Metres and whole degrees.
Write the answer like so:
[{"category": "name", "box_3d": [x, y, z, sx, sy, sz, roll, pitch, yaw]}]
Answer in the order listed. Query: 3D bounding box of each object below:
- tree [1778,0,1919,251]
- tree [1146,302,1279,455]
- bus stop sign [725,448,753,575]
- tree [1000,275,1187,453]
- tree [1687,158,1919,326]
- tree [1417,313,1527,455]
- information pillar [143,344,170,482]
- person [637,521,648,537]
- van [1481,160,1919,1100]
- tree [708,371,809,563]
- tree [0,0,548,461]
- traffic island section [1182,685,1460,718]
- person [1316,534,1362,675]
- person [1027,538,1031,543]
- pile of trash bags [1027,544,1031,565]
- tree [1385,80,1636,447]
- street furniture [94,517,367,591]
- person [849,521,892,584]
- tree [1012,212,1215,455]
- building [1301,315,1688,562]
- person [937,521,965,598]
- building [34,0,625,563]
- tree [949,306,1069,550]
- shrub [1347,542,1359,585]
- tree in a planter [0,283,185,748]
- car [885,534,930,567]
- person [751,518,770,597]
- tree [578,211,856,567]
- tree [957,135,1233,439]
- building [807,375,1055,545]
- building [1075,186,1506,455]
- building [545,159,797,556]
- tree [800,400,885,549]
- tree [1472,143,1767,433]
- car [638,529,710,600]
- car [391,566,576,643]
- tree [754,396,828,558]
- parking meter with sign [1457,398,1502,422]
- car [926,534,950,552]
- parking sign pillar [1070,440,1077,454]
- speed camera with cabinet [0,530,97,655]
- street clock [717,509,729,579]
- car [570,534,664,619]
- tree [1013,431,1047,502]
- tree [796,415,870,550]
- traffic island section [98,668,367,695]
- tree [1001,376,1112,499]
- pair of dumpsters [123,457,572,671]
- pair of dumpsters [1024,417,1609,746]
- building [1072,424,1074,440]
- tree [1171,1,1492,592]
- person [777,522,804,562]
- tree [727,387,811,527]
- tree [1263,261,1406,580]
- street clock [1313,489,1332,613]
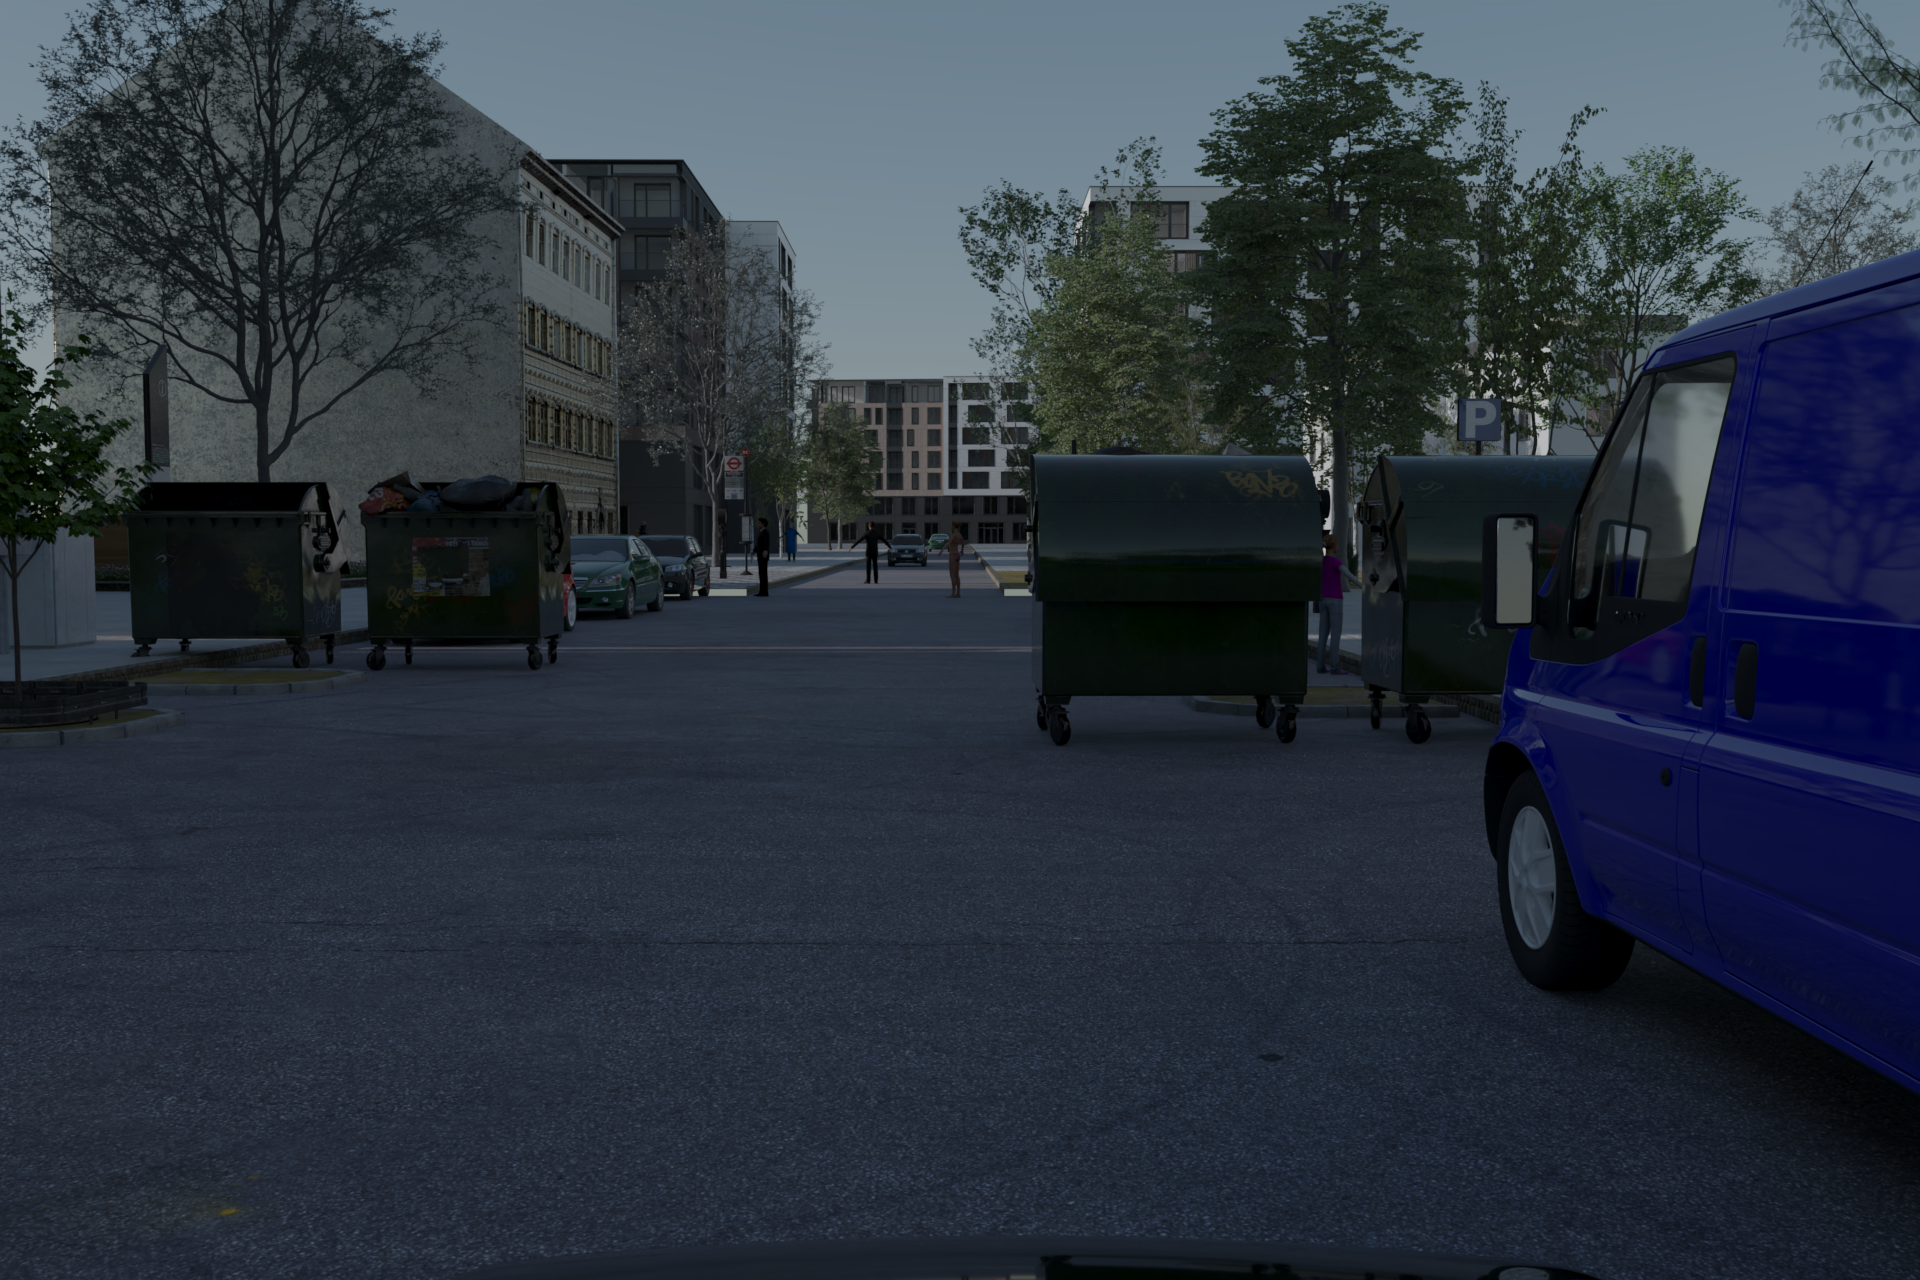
[{"category": "tree", "box_3d": [8.761, -3.790, 12.324, 4.360, 8.622, 3.978, 0, 3, 0]}, {"category": "tree", "box_3d": [7.740, -6.318, 53.663, 4.360, 8.622, 3.978, 0, 3, 0]}, {"category": "bus stop sign", "box_3d": [-6.886, -3.991, 53.952, 0.855, 3.939, 0.416, 0, 4, 1]}, {"category": "tree", "box_3d": [5.447, -8.818, 69.935, 9.928, 11.665, 9.643, 0, 3, 0]}, {"category": "tree", "box_3d": [28.234, -8.960, 56.873, 12.009, 13.543, 11.850, 0, 3, 0]}, {"category": "tree", "box_3d": [17.087, -6.486, 56.413, 4.360, 8.622, 3.978, 0, 3, 0]}, {"category": "information pillar", "box_3d": [-9.806, -1.826, 21.202, 0.183, 3.616, 0.504, 0, 4, 1]}, {"category": "person", "box_3d": [-14.018, -4.346, 76.837, 0.705, 1.856, 1.354, -2, 4, -25]}, {"category": "van", "box_3d": [2.725, 0.041, 3.713, 2.240, 2.365, 5.245, 0, 4, -1]}, {"category": "tree", "box_3d": [-9.406, -7.702, 76.292, 4.360, 8.622, 3.978, 0, 3, 0]}, {"category": "tree", "box_3d": [-12.788, -7.428, 31.817, 12.009, 13.543, 11.850, 0, 3, 0]}, {"category": "traffic island section", "box_3d": [2.900, 0.511, 14.506, 1.991, 0.108, 1.994, 0, 4, 0]}, {"category": "person", "box_3d": [3.829, -0.365, 17.698, 0.599, 1.433, 0.991, -2, 4, -34]}, {"category": "person", "box_3d": [3.391, -4.003, 71.590, 1.345, 1.843, 0.704, -2, 4, -30]}, {"category": "pile of trash bags", "box_3d": [2.983, -2.630, 52.752, 1.912, 1.369, 3.447, 0, 4, -2]}, {"category": "tree", "box_3d": [9.079, -4.755, 28.110, 4.737, 8.622, 4.395, 0, 3, 0]}, {"category": "street furniture", "box_3d": [-17.487, -2.067, 40.646, 11.010, 1.723, 9.812, 0, 4, 7]}, {"category": "person", "box_3d": [-2.564, -2.539, 50.195, 1.346, 1.802, 0.704, -1, 4, -23]}, {"category": "tree", "box_3d": [5.692, -8.740, 61.028, 7.486, 12.596, 7.792, 0, 3, 0]}, {"category": "building", "box_3d": [23.159, -8.455, 80.386, 9.099, 9.664, 28.070, 0, 4, 0]}, {"category": "person", "box_3d": [-0.189, -1.820, 39.010, 0.721, 1.733, 1.217, 2, 4, 26]}, {"category": "building", "box_3d": [-26.408, -15.052, 77.027, 19.493, 23.208, 18.063, 0, 4, 1]}, {"category": "tree", "box_3d": [5.260, -17.608, 143.774, 12.611, 20.169, 13.585, 0, 3, 0]}, {"category": "shrub", "box_3d": [9.586, -1.985, 43.576, 1.383, 1.207, 1.383, 0, 3, 0]}, {"category": "tree in a planter", "box_3d": [-6.841, -0.934, 12.488, 1.991, 3.239, 1.994, 0, 4, 1]}, {"category": "car", "box_3d": [-2.335, -4.135, 77.392, 2.009, 1.686, 4.222, 0, 4, 0]}, {"category": "person", "box_3d": [-4.554, -1.904, 39.769, 0.705, 1.806, 1.347, -1, 4, -19]}, {"category": "tree", "box_3d": [-9.484, -9.564, 66.734, 12.009, 13.543, 11.850, 0, 3, 0]}, {"category": "tree", "box_3d": [6.534, -13.843, 82.230, 12.611, 20.169, 13.585, 0, 3, 0]}, {"category": "building", "box_3d": [-2.860, -23.856, 236.480, 32.646, 21.610, 27.936, 0, 4, 6]}, {"category": "building", "box_3d": [21.546, -16.776, 118.269, 27.936, 21.610, 32.646, 0, 3, 0]}, {"category": "building", "box_3d": [-25.768, -16.329, 110.958, 27.936, 21.610, 32.646, 0, 4, -1]}, {"category": "tree", "box_3d": [-10.115, -14.004, 147.087, 7.486, 12.596, 7.792, 0, 3, 0]}, {"category": "tree", "box_3d": [17.488, -7.382, 46.445, 9.928, 11.665, 9.643, 0, 3, 0]}, {"category": "car", "box_3d": [-6.660, -1.767, 38.684, 2.009, 1.686, 4.222, 0, 3, 0]}, {"category": "car", "box_3d": [-6.590, -0.919, 24.072, 2.155, 1.783, 4.494, 0, 4, 0]}, {"category": "tree", "box_3d": [-9.341, -8.619, 91.287, 4.737, 8.622, 4.395, 0, 3, 0]}, {"category": "parking meter with sign", "box_3d": [6.672, -1.543, 21.492, 0.543, 3.016, 1.738, 0, 4, 0]}, {"category": "car", "box_3d": [-1.636, -7.816, 139.582, 2.131, 1.459, 4.920, 0, 4, -1]}, {"category": "parking sign pillar", "box_3d": [3.383, -3.772, 50.148, 1.447, 3.967, 1.447, 0, 4, 0]}, {"category": "speed camera with cabinet", "box_3d": [-10.386, -1.521, 19.204, 0.660, 3.252, 2.038, 0, 4, 0]}, {"category": "street clock", "box_3d": [-6.817, -2.768, 49.834, 0.358, 2.002, 0.471, 0, 4, 2]}, {"category": "car", "box_3d": [-6.439, -1.156, 30.695, 2.131, 1.459, 4.920, 0, 4, 0]}, {"category": "tree", "box_3d": [5.517, -10.520, 122.372, 4.737, 8.622, 4.395, 0, 3, 0]}, {"category": "tree", "box_3d": [-10.469, -12.284, 135.258, 7.601, 10.594, 8.767, 1, 4, 19]}, {"category": "traffic island section", "box_3d": [-6.769, 0.397, 16.380, 1.991, 0.108, 1.994, 0, 3, 0]}, {"category": "tree", "box_3d": [5.790, -9.833, 95.178, 7.601, 10.594, 8.767, -1, 4, -10]}, {"category": "pair of dumpsters", "box_3d": [-6.514, -0.833, 18.575, 4.436, 2.255, 1.574, 0, 3, 0]}, {"category": "pair of dumpsters", "box_3d": [2.666, -0.447, 12.257, 4.436, 2.255, 1.574, 0, 4, -1]}, {"category": "building", "box_3d": [24.130, -20.449, 178.313, 27.936, 21.610, 32.646, 0, 4, 0]}, {"category": "tree", "box_3d": [8.078, -7.316, 37.739, 7.486, 12.596, 7.792, 0, 3, 0]}, {"category": "person", "box_3d": [-7.792, -4.513, 79.919, 1.347, 1.817, 0.704, 1, 4, 14]}, {"category": "tree", "box_3d": [-9.596, -8.261, 85.430, 4.737, 8.622, 4.395, 0, 3, 0]}, {"category": "tree", "box_3d": [10.769, -5.852, 46.040, 4.360, 8.622, 3.978, 0, 3, 0]}, {"category": "street clock", "box_3d": [5.845, -1.439, 28.095, 0.358, 2.002, 0.471, 0, 4, 0]}]
